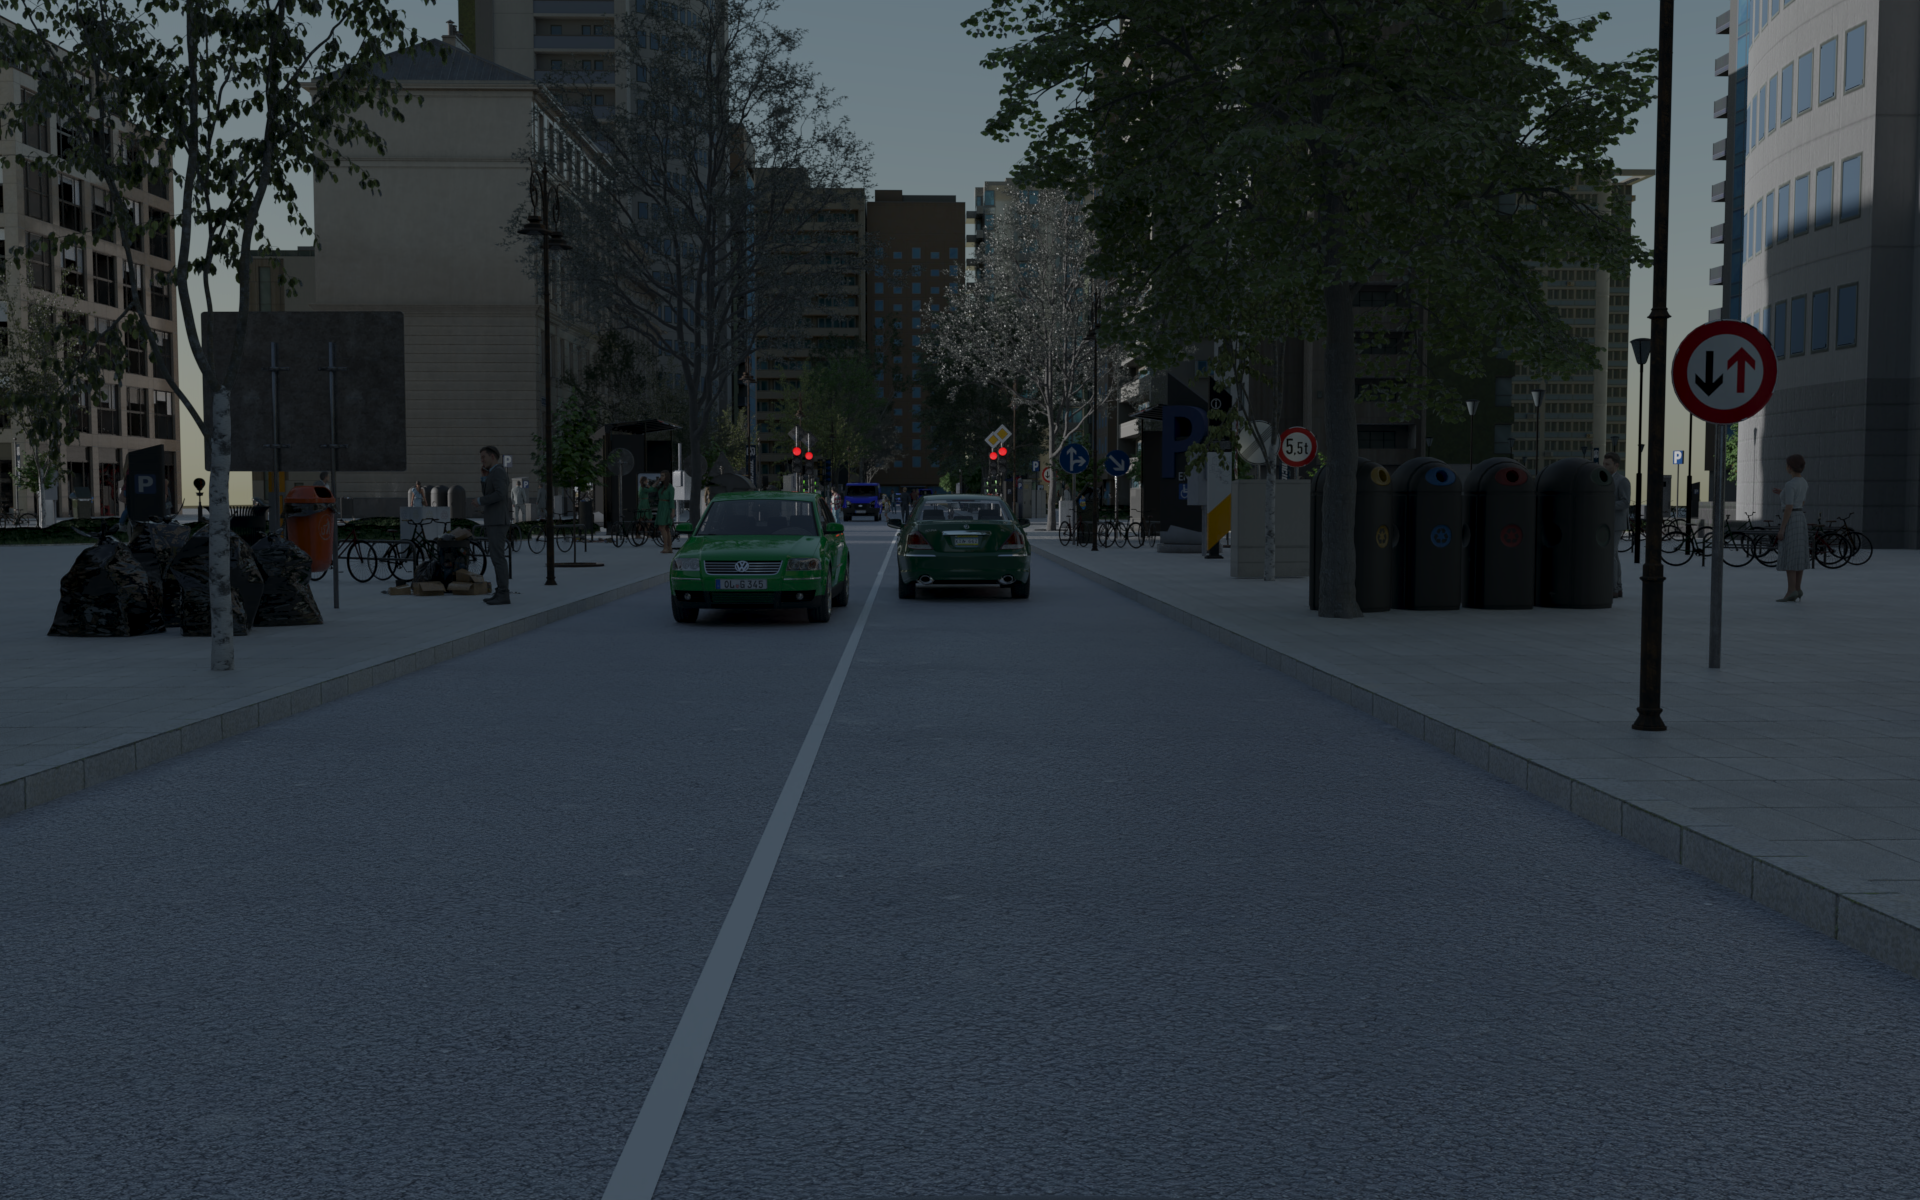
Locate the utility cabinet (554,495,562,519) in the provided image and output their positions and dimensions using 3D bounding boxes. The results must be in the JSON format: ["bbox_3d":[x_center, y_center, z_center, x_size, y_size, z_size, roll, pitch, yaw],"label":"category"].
[{"bbox_3d":[-18.428,-4.172,79.380,0.306,1.237,1.020,-1,4,-9],"label":"utility cabinet"}]

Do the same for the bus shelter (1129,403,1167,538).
[{"bbox_3d":[5.912,-3.470,48.016,1.731,3.624,6.357,0,4,-2],"label":"bus shelter"}]

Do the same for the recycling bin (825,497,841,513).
[{"bbox_3d":[-8.664,-6.508,118.963,0.722,1.027,0.722,2,4,23],"label":"recycling bin"}]

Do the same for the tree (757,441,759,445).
[{"bbox_3d":[-19.123,-12.094,148.102,4.360,8.622,3.978,0,3,0],"label":"tree"}]

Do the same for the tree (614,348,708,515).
[{"bbox_3d":[-14.916,-8.300,86.060,4.360,8.622,3.978,0,3,0],"label":"tree"}]

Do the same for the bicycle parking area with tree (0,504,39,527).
[{"bbox_3d":[-35.577,-4.309,57.449,9.016,4.147,8.231,1,4,20],"label":"bicycle parking area with tree"}]

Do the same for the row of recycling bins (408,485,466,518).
[{"bbox_3d":[-24.011,-4.424,79.448,3.534,1.692,1.069,2,4,34],"label":"row of recycling bins"}]

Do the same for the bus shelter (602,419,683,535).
[{"bbox_3d":[-10.377,-4.022,57.042,1.731,3.624,6.357,0,4,-2],"label":"bus shelter"}]

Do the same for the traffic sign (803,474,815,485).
[{"bbox_3d":[-9.142,-6.384,104.476,0.768,2.556,0.104,0,4,2],"label":"traffic sign"}]

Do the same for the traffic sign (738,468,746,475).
[{"bbox_3d":[-10.406,-5.126,83.913,0.768,2.556,0.104,0,4,4],"label":"traffic sign"}]

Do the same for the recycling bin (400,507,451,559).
[{"bbox_3d":[-10.726,-1.358,34.757,0.722,1.027,0.722,2,4,35],"label":"recycling bin"}]

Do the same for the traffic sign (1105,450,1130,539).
[{"bbox_3d":[4.515,-3.045,49.893,0.768,2.556,0.104,0,4,2],"label":"traffic sign"}]

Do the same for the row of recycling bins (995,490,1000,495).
[{"bbox_3d":[3.364,-8.195,141.103,1.069,1.692,3.534,0,4,8],"label":"row of recycling bins"}]

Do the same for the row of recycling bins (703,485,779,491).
[{"bbox_3d":[-10.075,-4.440,79.710,3.534,1.692,1.069,-1,4,-11],"label":"row of recycling bins"}]

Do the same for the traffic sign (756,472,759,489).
[{"bbox_3d":[-11.519,-6.038,98.731,0.884,2.594,0.081,0,4,3],"label":"traffic sign"}]

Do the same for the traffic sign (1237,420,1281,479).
[{"bbox_3d":[5.157,-1.830,30.026,0.768,2.556,0.104,0,4,2],"label":"traffic sign"}]

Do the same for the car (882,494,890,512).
[{"bbox_3d":[-6.433,-7.794,137.660,2.015,1.641,3.980,0,4,-1],"label":"car"}]

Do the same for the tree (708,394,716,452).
[{"bbox_3d":[-17.066,-9.371,103.585,4.360,8.622,3.978,0,3,0],"label":"tree"}]

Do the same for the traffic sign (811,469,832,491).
[{"bbox_3d":[-11.162,-9.062,142.036,2.265,3.308,0.079,0,4,-1],"label":"traffic sign"}]

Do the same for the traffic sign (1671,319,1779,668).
[{"bbox_3d":[5.566,-0.770,12.698,0.768,2.556,0.104,0,4,2],"label":"traffic sign"}]

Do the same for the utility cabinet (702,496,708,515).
[{"bbox_3d":[-9.365,-3.366,66.203,1.020,1.237,0.306,2,4,25],"label":"utility cabinet"}]

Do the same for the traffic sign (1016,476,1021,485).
[{"bbox_3d":[4.329,-7.483,122.449,0.768,2.556,0.104,0,3,0],"label":"traffic sign"}]

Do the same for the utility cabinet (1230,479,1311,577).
[{"bbox_3d":[4.738,-1.088,26.468,1.173,1.500,0.318,-1,4,-13],"label":"utility cabinet"}]

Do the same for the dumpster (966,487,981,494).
[{"bbox_3d":[1.157,-7.158,119.531,1.502,2.255,1.985,0,4,-2],"label":"dumpster"}]

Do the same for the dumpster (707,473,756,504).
[{"bbox_3d":[-6.476,-2.650,49.090,1.264,1.857,1.865,0,4,-2],"label":"dumpster"}]

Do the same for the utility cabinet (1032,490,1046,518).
[{"bbox_3d":[4.167,-5.141,92.731,0.318,1.500,1.173,-2,4,-30],"label":"utility cabinet"}]

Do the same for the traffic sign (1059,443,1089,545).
[{"bbox_3d":[2.873,-2.659,43.587,0.768,2.556,0.104,0,4,8],"label":"traffic sign"}]

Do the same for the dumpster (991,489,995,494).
[{"bbox_3d":[2.659,-8.763,145.766,1.502,2.255,1.985,0,4,-1],"label":"dumpster"}]

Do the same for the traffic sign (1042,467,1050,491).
[{"bbox_3d":[4.125,-4.850,79.405,0.768,2.556,0.104,0,4,3],"label":"traffic sign"}]

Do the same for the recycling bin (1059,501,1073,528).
[{"bbox_3d":[4.153,-3.255,65.775,0.722,1.027,0.722,1,4,9],"label":"recycling bin"}]

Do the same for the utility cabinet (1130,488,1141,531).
[{"bbox_3d":[6.433,-3.094,59.271,1.173,1.500,0.318,1,4,21],"label":"utility cabinet"}]

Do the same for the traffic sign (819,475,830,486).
[{"bbox_3d":[-8.814,-6.892,112.796,0.768,2.556,0.104,0,4,8],"label":"traffic sign"}]

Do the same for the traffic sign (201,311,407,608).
[{"bbox_3d":[-7.318,-1.557,19.337,2.265,3.308,0.079,0,4,1],"label":"traffic sign"}]

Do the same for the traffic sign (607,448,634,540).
[{"bbox_3d":[-9.407,-2.928,47.982,0.768,2.556,0.104,0,4,5],"label":"traffic sign"}]

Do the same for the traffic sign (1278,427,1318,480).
[{"bbox_3d":[6.365,-1.999,32.793,0.768,2.556,0.104,0,4,5],"label":"traffic sign"}]

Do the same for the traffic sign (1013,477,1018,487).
[{"bbox_3d":[4.297,-7.774,127.216,0.768,2.556,0.104,0,4,7],"label":"traffic sign"}]

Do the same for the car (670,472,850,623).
[{"bbox_3d":[-2.317,-0.730,20.724,1.959,1.807,4.718,0,4,0],"label":"car"}]

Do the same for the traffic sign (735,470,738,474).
[{"bbox_3d":[-11.582,-5.477,89.546,0.884,2.594,0.081,0,4,-1],"label":"traffic sign"}]

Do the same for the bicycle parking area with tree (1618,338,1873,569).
[{"bbox_3d":[13.828,-2.892,34.283,8.231,4.147,9.016,-3,5,-44],"label":"bicycle parking area with tree"}]

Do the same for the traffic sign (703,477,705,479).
[{"bbox_3d":[-10.067,-4.148,69.943,0.606,2.300,0.079,0,4,7],"label":"traffic sign"}]

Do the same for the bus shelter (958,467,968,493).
[{"bbox_3d":[0.891,-9.559,133.914,2.179,5.291,8.768,0,4,-2],"label":"bus shelter"}]

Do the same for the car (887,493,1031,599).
[{"bbox_3d":[0.004,-0.816,25.146,2.131,1.459,4.920,0,4,-2],"label":"car"}]

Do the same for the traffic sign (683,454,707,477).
[{"bbox_3d":[-8.296,-3.313,54.276,0.768,2.556,0.104,0,4,8],"label":"traffic sign"}]

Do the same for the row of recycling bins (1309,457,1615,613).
[{"bbox_3d":[5.607,-0.752,19.403,3.534,1.692,1.069,-1,4,-12],"label":"row of recycling bins"}]

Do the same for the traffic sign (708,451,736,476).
[{"bbox_3d":[-7.159,-3.191,52.169,0.884,2.594,0.081,0,4,3],"label":"traffic sign"}]

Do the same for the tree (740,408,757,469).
[{"bbox_3d":[-17.520,-10.880,128.245,4.360,8.622,3.978,0,3,0],"label":"tree"}]

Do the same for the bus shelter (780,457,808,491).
[{"bbox_3d":[-10.321,-7.255,109.901,1.731,3.624,6.357,0,4,-2],"label":"bus shelter"}]
